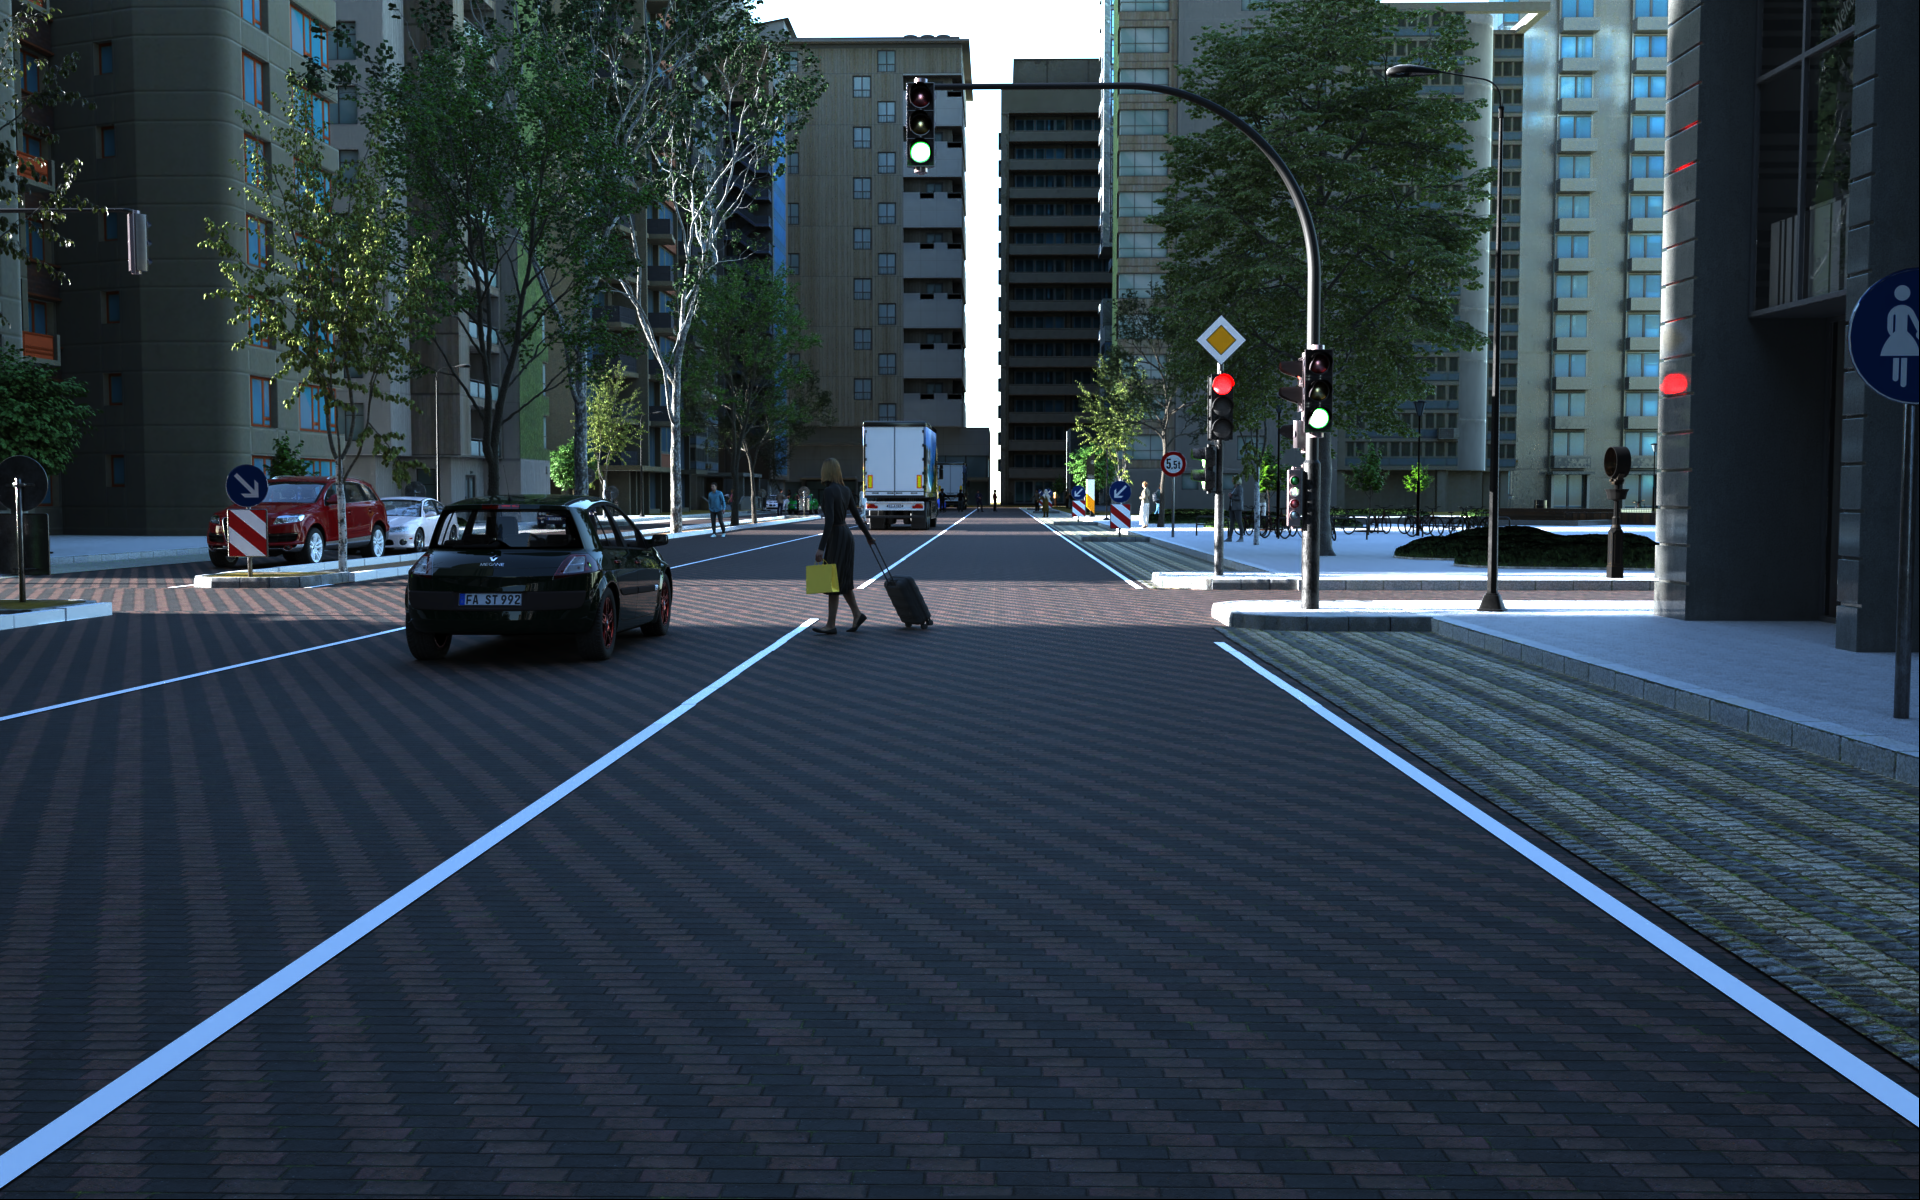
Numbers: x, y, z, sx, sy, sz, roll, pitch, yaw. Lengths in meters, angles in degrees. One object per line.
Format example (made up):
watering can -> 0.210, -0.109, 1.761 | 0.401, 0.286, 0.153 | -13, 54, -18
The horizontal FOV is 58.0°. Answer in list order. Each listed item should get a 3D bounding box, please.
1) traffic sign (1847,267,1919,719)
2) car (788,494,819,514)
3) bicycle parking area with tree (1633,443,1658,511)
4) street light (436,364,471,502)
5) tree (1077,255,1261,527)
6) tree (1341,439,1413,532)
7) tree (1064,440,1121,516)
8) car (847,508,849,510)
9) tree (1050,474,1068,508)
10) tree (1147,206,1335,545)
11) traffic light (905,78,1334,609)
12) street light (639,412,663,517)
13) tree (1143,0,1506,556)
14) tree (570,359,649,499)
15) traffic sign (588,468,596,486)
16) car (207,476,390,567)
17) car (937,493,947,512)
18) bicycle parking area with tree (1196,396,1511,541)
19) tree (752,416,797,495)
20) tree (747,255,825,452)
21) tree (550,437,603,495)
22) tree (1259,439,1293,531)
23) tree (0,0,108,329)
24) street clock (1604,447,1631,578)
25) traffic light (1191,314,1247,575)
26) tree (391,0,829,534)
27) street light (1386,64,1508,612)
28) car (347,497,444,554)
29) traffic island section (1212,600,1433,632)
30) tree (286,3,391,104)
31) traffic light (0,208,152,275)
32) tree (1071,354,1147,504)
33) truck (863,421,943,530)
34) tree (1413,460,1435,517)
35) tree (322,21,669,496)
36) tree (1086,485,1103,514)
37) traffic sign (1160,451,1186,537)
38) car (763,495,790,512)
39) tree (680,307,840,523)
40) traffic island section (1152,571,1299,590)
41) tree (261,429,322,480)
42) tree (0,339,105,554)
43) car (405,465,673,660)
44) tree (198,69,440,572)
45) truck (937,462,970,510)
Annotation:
traffic sign -> 5.393, -0.596, 9.844 | 0.768, 2.556, 0.104 | 0, 4, 4
car -> -11.218, -7.052, 124.093 | 1.959, 1.807, 4.718 | 0, 4, 3
bicycle parking area with tree -> 41.749, -6.746, 97.300 | 8.231, 4.147, 9.016 | 2, 4, 33
street light -> -18.199, -5.480, 62.145 | 1.470, 5.913, 1.316 | 0, 4, 1
tree -> 8.120, -8.096, 66.789 | 7.601, 10.594, 8.767 | 0, 4, -1
tree -> 14.005, -3.923, 58.749 | 1.663, 3.219, 1.824 | 0, 3, 0
tree -> 7.919, -7.322, 103.436 | 4.285, 4.588, 4.351 | 0, 3, 0
car -> -11.032, -9.045, 156.677 | 1.959, 1.807, 4.718 | 0, 4, 1
tree -> 9.263, -10.300, 163.012 | 1.663, 3.219, 1.824 | 0, 3, 0
tree -> 7.238, -5.691, 43.405 | 4.737, 8.622, 4.395 | 0, 3, 0
traffic light -> 1.796, -2.723, 19.184 | 4.771, 5.953, 1.251 | 0, 4, 1
street light -> -17.416, -7.649, 97.601 | 1.470, 5.913, 1.316 | 0, 4, 1
tree -> 7.319, -7.176, 35.447 | 7.486, 12.596, 7.792 | 0, 3, 0
tree -> -18.946, -8.704, 92.680 | 4.737, 8.622, 4.395 | 0, 3, 0
traffic sign -> -17.938, -5.098, 83.459 | 0.768, 2.556, 0.104 | 0, 4, 5
car -> -13.489, -1.642, 35.526 | 2.281, 1.827, 5.304 | 0, 4, 3
car -> -1.988, -7.942, 139.444 | 1.945, 1.707, 3.694 | 0, 4, 0
bicycle parking area with tree -> 11.783, -3.976, 52.008 | 8.231, 4.147, 9.016 | -1, 4, -11
tree -> -17.463, -12.921, 161.612 | 4.360, 8.622, 3.978 | 0, 3, 0
tree -> -9.606, -8.928, 74.192 | 9.928, 11.665, 9.643 | 0, 3, 0
tree -> -21.957, -6.989, 97.990 | 4.285, 4.588, 4.351 | 0, 3, 0
tree -> 10.851, -4.064, 61.052 | 1.663, 3.219, 1.824 | 0, 3, 0
tree -> -11.205, -3.975, 17.804 | 4.360, 8.622, 3.978 | 0, 3, 0
street clock -> 10.028, -1.339, 26.465 | 0.358, 2.002, 0.471 | 0, 4, -3
traffic light -> 4.070, -2.345, 27.261 | 0.839, 4.253, 0.868 | 0, 4, 1
tree -> -11.408, -12.494, 62.622 | 12.611, 20.169, 13.585 | 0, 3, 0
street light -> 5.313, -2.835, 18.897 | 1.470, 5.913, 1.316 | 0, 4, 1
car -> -13.838, -1.867, 42.890 | 2.083, 1.381, 4.827 | 0, 3, 0
traffic island section -> 3.929, 0.177, 19.391 | 2.009, 0.180, 2.903 | 0, 4, 1
tree -> -11.889, -11.677, 49.265 | 12.611, 20.169, 13.585 | 0, 3, 0
traffic light -> -15.393, -3.245, 27.720 | 4.771, 5.953, 1.251 | 0, 4, 1
tree -> 8.061, -8.470, 88.850 | 4.737, 8.622, 4.395 | 0, 3, 0
truck -> -2.312, -5.084, 72.030 | 2.839, 4.237, 11.283 | 0, 4, 2
tree -> 25.230, -6.184, 95.709 | 1.663, 3.219, 1.824 | 0, 3, 0
tree -> -10.316, -6.723, 38.139 | 9.928, 11.665, 9.643 | 0, 3, 0
tree -> 8.523, -7.093, 110.575 | 1.663, 3.219, 1.824 | 0, 3, 0
traffic sign -> 6.333, -3.140, 51.438 | 0.768, 2.556, 0.104 | 1, 4, 10
car -> -14.865, -7.824, 140.281 | 2.083, 1.381, 4.827 | 0, 4, 1
tree -> -9.929, -8.996, 83.946 | 8.767, 10.594, 7.601 | 0, 4, 1
traffic island section -> 4.110, -0.312, 27.375 | 2.009, 0.180, 2.903 | 0, 4, 1
tree -> -20.151, -3.495, 51.744 | 1.663, 3.219, 1.824 | 0, 3, 0
tree -> -20.179, -3.262, 37.048 | 4.285, 4.588, 4.351 | 0, 3, 0
car -> -3.851, -0.401, 16.347 | 2.009, 1.686, 4.222 | 0, 4, 1
tree -> -10.751, -4.708, 29.793 | 4.737, 8.622, 4.395 | 0, 3, 0
truck -> -0.661, -10.350, 158.138 | 2.839, 4.237, 11.283 | 0, 4, 2
